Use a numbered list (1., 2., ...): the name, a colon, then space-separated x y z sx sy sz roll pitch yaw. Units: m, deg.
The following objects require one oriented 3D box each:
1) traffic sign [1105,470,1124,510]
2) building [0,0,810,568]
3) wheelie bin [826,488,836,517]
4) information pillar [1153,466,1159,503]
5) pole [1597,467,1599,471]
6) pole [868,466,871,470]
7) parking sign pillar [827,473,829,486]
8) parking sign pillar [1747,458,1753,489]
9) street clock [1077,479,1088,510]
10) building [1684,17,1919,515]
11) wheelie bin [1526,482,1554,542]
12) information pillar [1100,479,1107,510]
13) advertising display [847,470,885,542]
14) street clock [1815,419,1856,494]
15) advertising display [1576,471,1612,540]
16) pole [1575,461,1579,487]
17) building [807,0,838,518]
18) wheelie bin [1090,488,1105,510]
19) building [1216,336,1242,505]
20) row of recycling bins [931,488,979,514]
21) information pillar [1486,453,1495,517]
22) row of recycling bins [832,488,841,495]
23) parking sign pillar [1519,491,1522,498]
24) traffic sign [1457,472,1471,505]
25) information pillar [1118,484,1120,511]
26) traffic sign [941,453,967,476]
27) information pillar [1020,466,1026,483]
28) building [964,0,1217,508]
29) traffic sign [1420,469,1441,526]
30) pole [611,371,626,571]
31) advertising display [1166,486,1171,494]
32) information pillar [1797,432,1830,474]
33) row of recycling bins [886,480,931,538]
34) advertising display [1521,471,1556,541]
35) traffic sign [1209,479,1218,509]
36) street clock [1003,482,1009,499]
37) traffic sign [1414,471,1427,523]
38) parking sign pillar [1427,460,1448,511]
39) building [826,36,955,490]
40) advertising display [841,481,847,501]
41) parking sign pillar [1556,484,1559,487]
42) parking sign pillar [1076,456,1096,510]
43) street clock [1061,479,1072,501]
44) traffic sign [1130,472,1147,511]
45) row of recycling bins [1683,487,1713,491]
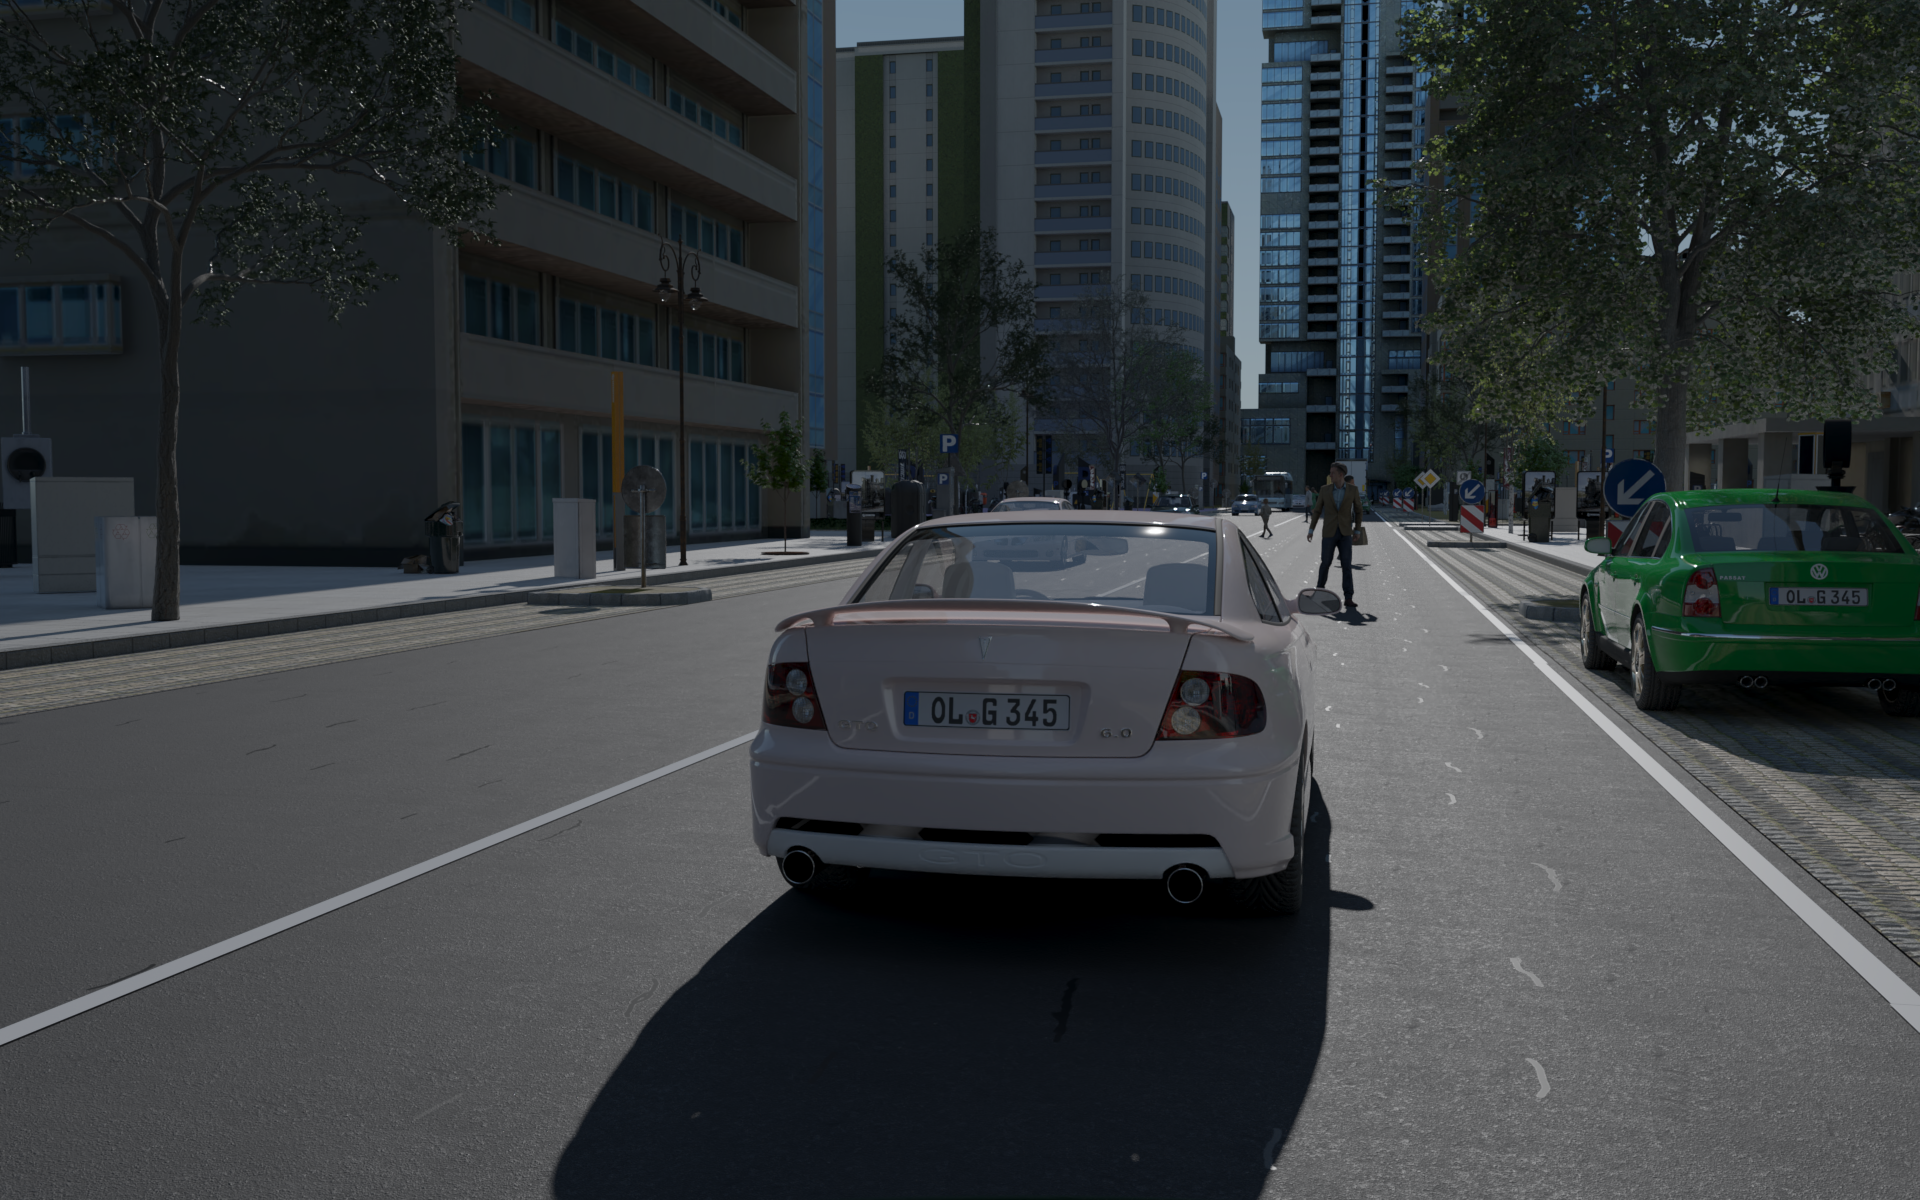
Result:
1. traffic sign: 6.357 -4.148 71.469 0.795 2.450 0.064 1 4 13
2. building: -17.086 -25.531 41.141 21.300 48.544 21.600 1 4 13
3. wheelie bin: -7.074 -5.210 93.097 0.693 1.594 0.980 -3 4 -36
4. information pillar: 15.950 -9.145 140.871 0.504 3.616 0.183 0 4 -4
5. pole: 48.538 -8.438 131.804 0.158 3.312 0.155 0 3 0
6. pole: -6.609 -8.092 126.146 0.158 3.312 0.155 0 3 0
7. parking sign pillar: -11.007 -9.083 136.972 1.447 3.967 1.447 -1 4 -14
8. parking sign pillar: 49.135 -7.340 108.476 1.447 3.967 1.447 0 4 1
9. street clock: 6.056 -4.940 85.333 0.358 2.002 0.471 3 5 44
10. building: 35.219 -21.294 40.035 32.217 40.220 23.993 1 4 13
11. wheelie bin: 15.426 -2.334 46.075 0.693 1.594 0.980 1 4 17
12. information pillar: 7.175 -5.021 86.587 0.304 2.012 0.304 -1 4 -13
13. advertising display: -2.492 -2.534 46.642 0.974 1.923 0.123 -1 4 -22
14. street clock: 8.499 -0.750 16.828 0.358 2.002 0.471 2 4 24
15. advertising display: 17.521 -2.610 47.881 0.123 1.923 0.974 -3 5 -44
16. pole: 38.403 -6.974 107.870 0.158 3.312 0.155 0 3 0
17. building: -13.644 -25.507 67.148 14.200 45.320 14.600 1 4 13
18. wheelie bin: 6.792 -4.751 85.587 0.693 1.594 0.980 1 4 8
19. building: 19.579 -22.698 216.147 28.899 21.520 27.650 1 4 13
20. row of recycling bins: -0.540 -6.311 110.290 3.534 1.692 1.069 0 4 8
21. information pillar: 29.778 -6.483 97.357 0.504 3.616 0.183 0 4 1
22. row of recycling bins: -10.067 -9.092 155.768 1.069 1.692 3.534 3 5 40
23. parking sign pillar: 46.832 -9.451 142.994 1.447 3.967 1.447 0 4 2
24. traffic sign: 22.543 -4.612 77.532 0.606 2.300 0.079 1 4 16
25. information pillar: 9.824 -6.331 108.001 0.304 2.012 0.304 0 4 -4
26. traffic sign: -0.237 -3.135 51.266 0.884 2.594 0.081 1 4 13
27. information pillar: 5.176 -9.184 141.517 0.504 3.616 0.183 0 4 -3
28. building: 13.262 -38.367 169.305 21.231 58.520 28.212 1 4 13
29. traffic sign: 18.632 -3.976 68.655 0.795 2.450 0.064 1 4 13
30. pole: -5.703 -2.145 28.907 0.158 3.312 0.155 0 3 0
31. advertising display: 15.994 -7.868 133.851 0.123 1.923 0.974 3 5 40
32. information pillar: 10.265 -0.997 20.792 0.304 2.012 0.304 -1 4 -14
33. row of recycling bins: -1.522 -2.735 51.838 1.069 1.692 3.534 0 4 1
34. advertising display: 15.897 -2.592 47.593 0.974 1.923 0.123 -1 4 -13
35. traffic sign: 21.574 -9.017 147.537 0.768 2.556 0.104 1 4 13
36. street clock: 2.758 -6.052 103.512 0.358 2.002 0.471 1 4 16
37. traffic sign: 20.410 -4.452 76.440 0.795 2.450 0.064 1 4 13
38. parking sign pillar: 35.494 -8.573 128.636 1.447 3.967 1.447 0 4 -1
39. building: -8.650 -41.720 224.127 28.212 58.520 21.231 1 4 13
40. advertising display: -5.337 -4.783 83.409 0.974 1.923 0.123 2 4 35
41. parking sign pillar: 33.268 -6.710 98.185 1.447 3.967 1.447 -3 4 -39
42. parking sign pillar: 9.049 -8.276 123.789 1.447 3.967 1.447 1 4 17
43. street clock: 5.159 -4.840 83.702 0.471 2.002 0.358 -1 4 -22
44. traffic sign: 8.135 -4.625 79.254 0.795 2.450 0.064 1 4 13
45. row of recycling bins: 39.745 -5.279 93.422 1.069 1.692 3.534 3 5 45
